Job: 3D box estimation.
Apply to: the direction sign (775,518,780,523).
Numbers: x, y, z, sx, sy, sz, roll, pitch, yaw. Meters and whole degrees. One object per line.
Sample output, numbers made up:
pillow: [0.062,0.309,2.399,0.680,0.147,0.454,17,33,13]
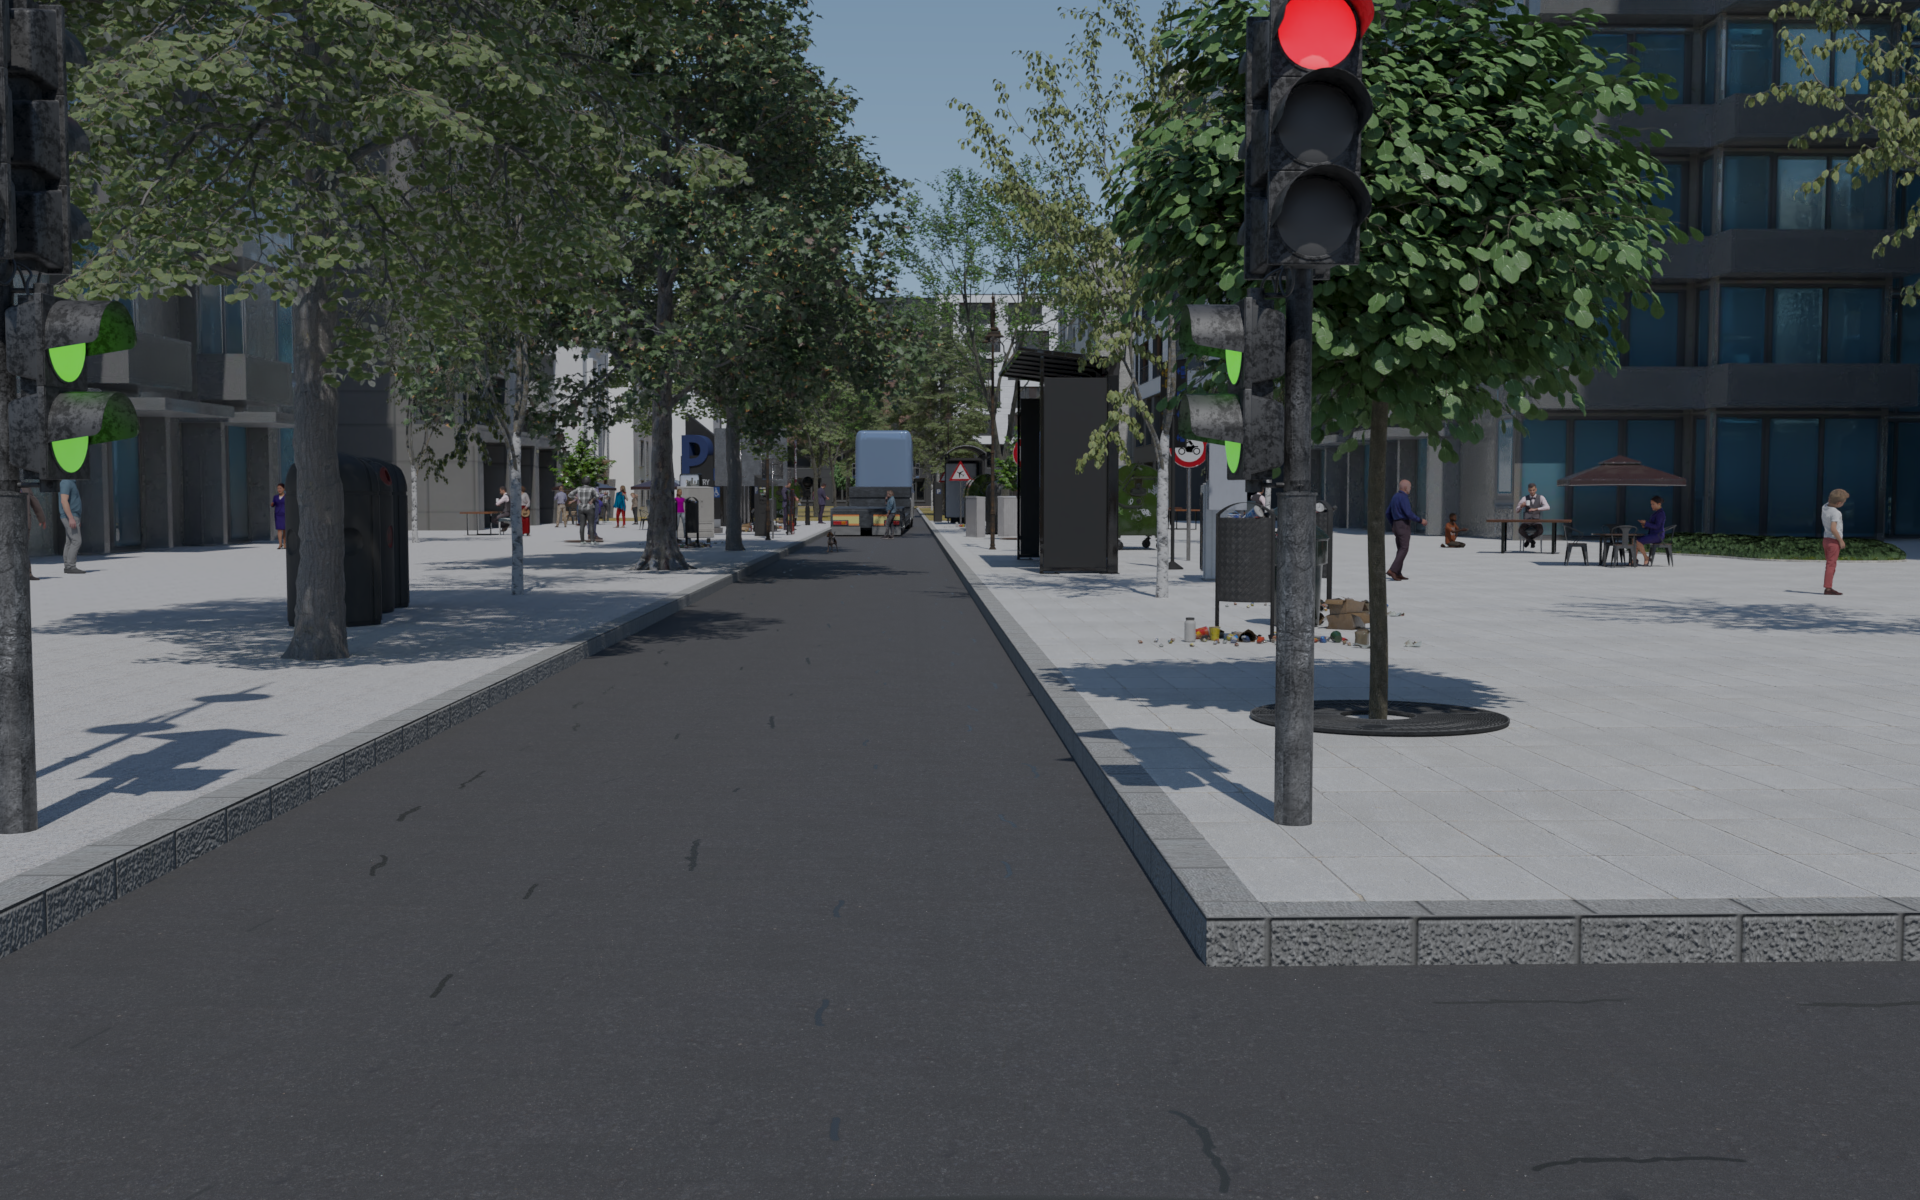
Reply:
direction sign: [-8.033,-5.194,76.921,0.379,3.537,0.876,2,4,33]

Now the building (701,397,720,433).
building: [-34.101,-12.227,142.050,28.070,9.664,9.099,0,4,-2]

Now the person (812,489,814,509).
person: [-11.490,-7.998,137.494,0.721,1.739,1.217,-1,4,-18]

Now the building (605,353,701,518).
building: [-22.556,-10.122,107.643,9.099,9.664,28.070,0,4,-2]

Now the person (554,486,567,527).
person: [-15.376,-3.583,66.694,0.516,1.574,0.319,-2,4,-26]

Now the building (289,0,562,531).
building: [-27.436,-38.561,68.716,20.563,71.187,20.611,0,4,-2]

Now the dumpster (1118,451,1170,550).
dumpster: [4.005,-2.304,40.158,1.502,2.255,1.985,0,4,-2]

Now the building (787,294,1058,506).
building: [-5.133,-21.196,190.523,32.646,21.610,27.936,0,4,-2]

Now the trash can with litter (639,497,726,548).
trash can with litter: [-7.131,-2.049,44.555,2.233,1.210,1.678,-1,4,-11]

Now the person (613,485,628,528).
person: [-12.841,-3.534,65.521,0.444,1.614,0.593,-3,4,-36]

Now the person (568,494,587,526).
person: [-15.111,-3.732,69.022,0.963,1.587,0.435,0,4,2]

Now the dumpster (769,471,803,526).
dumpster: [-7.073,-4.067,68.990,1.502,2.255,1.985,0,4,-2]

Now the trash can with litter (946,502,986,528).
trash can with litter: [0.616,-3.384,66.382,2.233,1.210,1.678,3,4,39]

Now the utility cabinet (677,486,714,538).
utility cabinet: [-7.688,-2.555,50.455,0.318,1.500,1.173,3,4,39]

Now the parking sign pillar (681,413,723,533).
parking sign pillar: [-8.514,-4.179,56.793,1.447,3.967,1.447,2,4,28]

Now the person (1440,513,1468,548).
person: [11.845,-1.651,41.327,0.859,0.850,0.655,-3,5,-43]

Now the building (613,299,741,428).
building: [-37.772,-21.151,189.794,32.646,21.610,27.936,0,4,-2]

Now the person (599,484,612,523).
person: [-15.770,-4.307,77.179,0.376,1.734,0.841,-3,5,-42]

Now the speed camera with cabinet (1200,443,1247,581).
speed camera with cabinet: [3.858,-1.899,25.382,0.660,3.252,2.038,0,4,5]

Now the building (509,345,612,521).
building: [-26.144,-14.101,86.974,16.016,20.091,11.380,0,4,-2]

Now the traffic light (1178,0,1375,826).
traffic light: [1.281,-1.084,6.642,0.839,4.253,0.868,0,4,-2]

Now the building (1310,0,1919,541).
building: [24.397,-26.902,59.450,23.786,49.044,30.456,0,4,-2]

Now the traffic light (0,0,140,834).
traffic light: [-3.578,-1.074,6.477,0.839,4.253,0.868,0,4,-2]

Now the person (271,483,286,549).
person: [-15.743,-1.942,40.172,0.453,1.535,0.546,-2,4,-25]

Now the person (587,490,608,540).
person: [-10.192,-2.614,48.652,0.709,1.838,0.599,3,5,45]

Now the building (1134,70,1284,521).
building: [23.604,-15.638,99.656,27.936,21.610,32.646,0,4,-2]

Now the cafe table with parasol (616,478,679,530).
cafe table with parasol: [-10.503,-3.469,61.578,2.610,1.966,2.610,-2,4,-27]

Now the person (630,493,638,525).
person: [-13.626,-3.830,72.574,0.435,1.345,0.340,1,4,22]

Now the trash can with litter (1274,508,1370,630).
trash can with litter: [3.486,-0.324,16.685,1.055,1.170,0.624,2,4,34]

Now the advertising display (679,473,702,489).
advertising display: [-8.449,-3.008,54.387,0.974,1.923,0.123,3,5,41]

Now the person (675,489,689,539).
person: [-7.727,-2.381,48.211,0.726,1.435,0.776,-2,4,-34]

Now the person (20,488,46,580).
person: [-13.883,-1.157,25.511,0.434,1.755,0.990,2,4,28]

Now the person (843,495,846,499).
person: [-8.443,-7.607,130.434,0.705,1.821,1.348,-2,4,-25]

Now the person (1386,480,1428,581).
person: [6.628,-1.038,25.701,0.600,1.496,0.574,1,4,12]

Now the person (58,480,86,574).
person: [-14.321,-1.334,27.987,0.434,1.807,0.598,-1,4,-10]

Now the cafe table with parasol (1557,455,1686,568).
cafe table with parasol: [11.668,-1.579,30.686,2.610,1.966,2.610,-1,4,-22]

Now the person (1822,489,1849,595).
person: [11.124,-0.739,22.035,0.340,1.345,0.435,0,4,-6]

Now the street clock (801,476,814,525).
street clock: [-6.262,-4.069,71.099,0.471,2.002,0.358,-1,4,-17]

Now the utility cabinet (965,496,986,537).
utility cabinet: [0.466,-2.475,51.632,0.306,1.237,1.020,-1,4,-18]

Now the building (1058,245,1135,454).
building: [17.181,-16.244,132.050,16.747,18.905,31.486,0,4,-2]

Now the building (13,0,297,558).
building: [-28.405,-25.460,35.876,23.786,49.044,30.456,0,4,-2]

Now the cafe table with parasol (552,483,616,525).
cafe table with parasol: [-15.757,-4.148,72.682,2.610,1.966,2.610,0,4,-4]

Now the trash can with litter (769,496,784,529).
trash can with litter: [-7.321,-3.215,63.620,2.233,1.210,1.678,1,4,15]

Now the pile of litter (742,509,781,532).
pile of litter: [-6.944,-2.744,58.828,1.719,0.858,1.176,0,4,-5]

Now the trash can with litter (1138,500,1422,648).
trash can with litter: [2.780,-0.230,14.819,2.233,1.210,1.678,2,4,27]

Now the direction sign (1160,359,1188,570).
direction sign: [3.621,-2.289,29.421,0.379,3.537,0.876,-1,4,-22]

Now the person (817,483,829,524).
person: [-5.910,-4.190,75.001,0.568,1.767,0.683,-3,4,-36]

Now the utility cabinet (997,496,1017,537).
utility cabinet: [1.618,-2.525,52.446,1.020,1.237,0.306,-3,5,-39]

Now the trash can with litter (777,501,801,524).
trash can with litter: [-7.387,-3.874,74.719,0.624,1.170,1.055,2,4,33]
